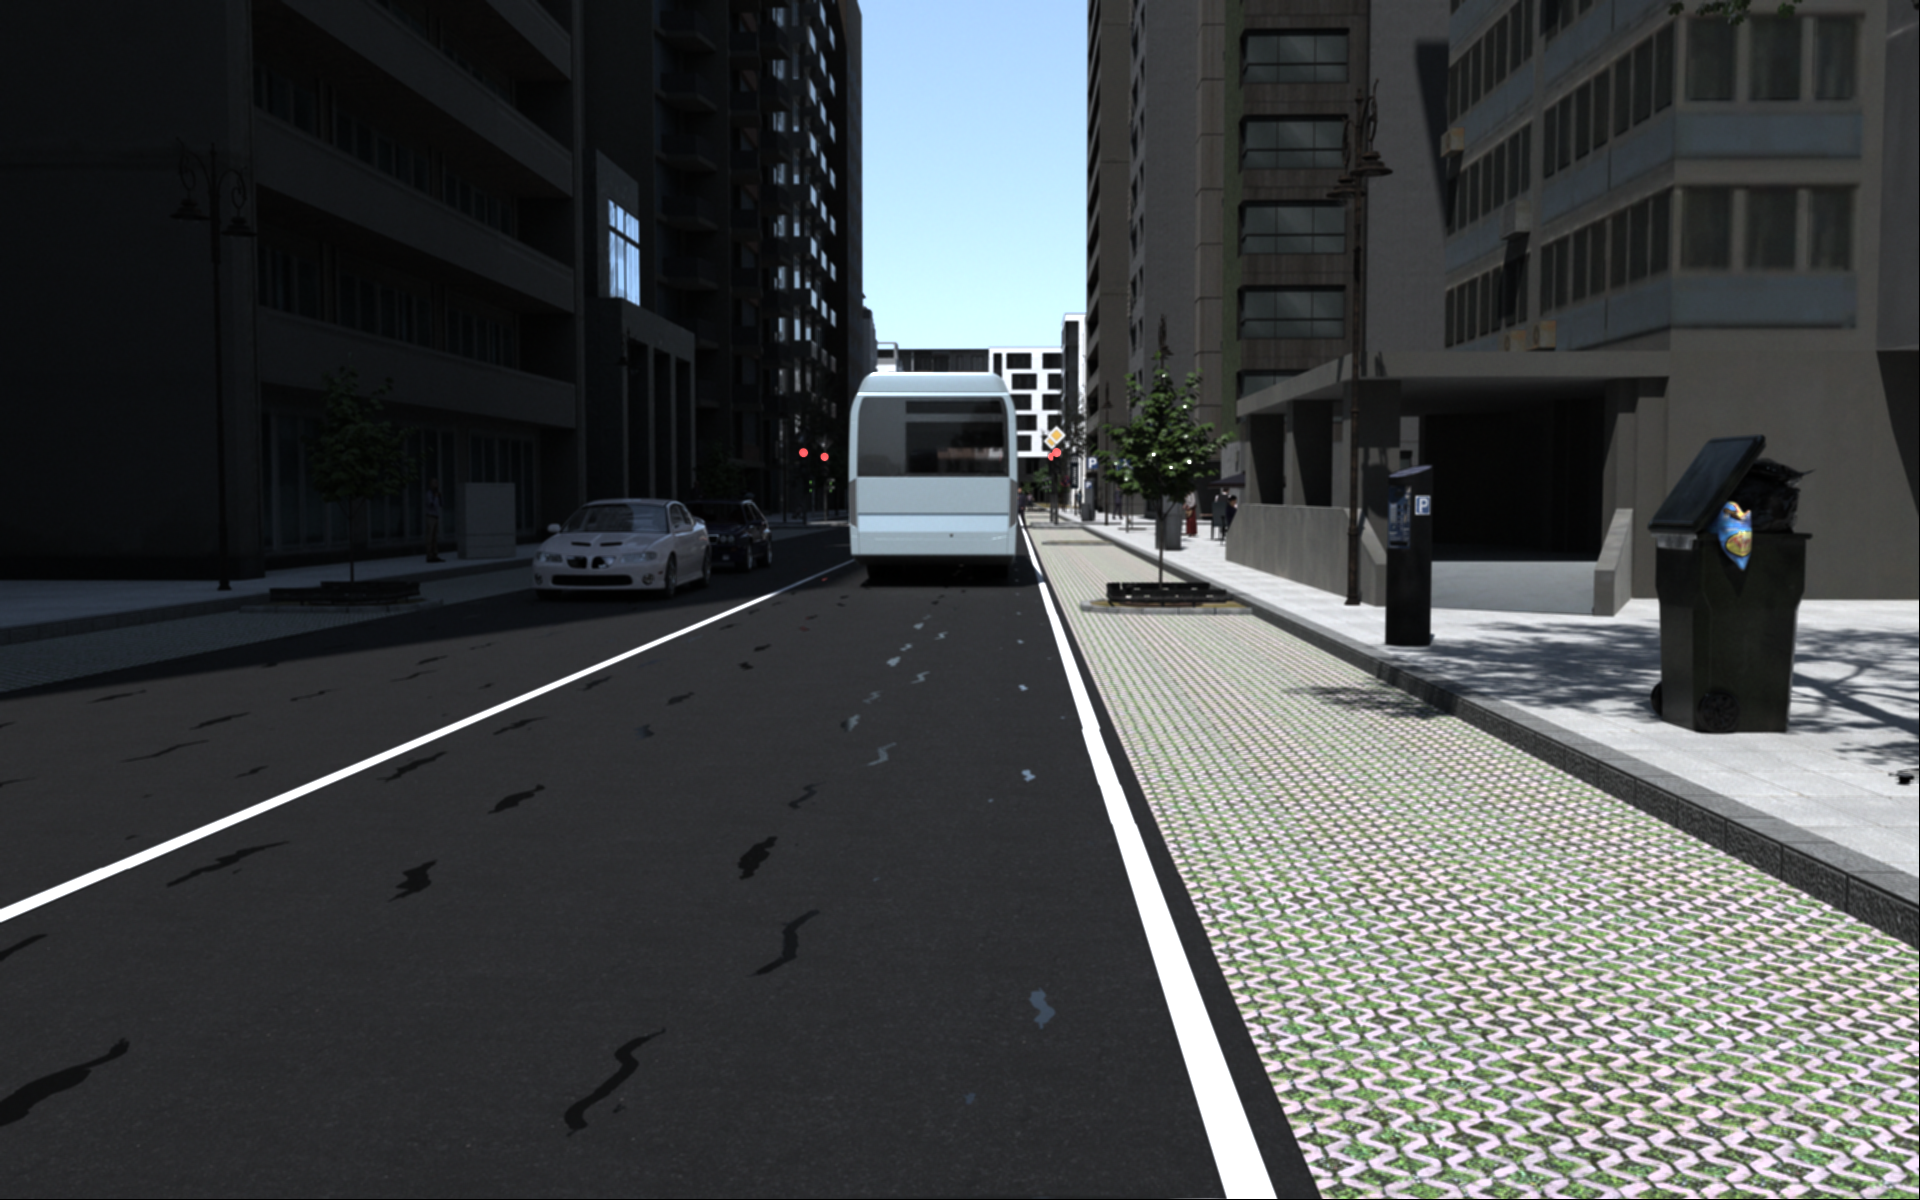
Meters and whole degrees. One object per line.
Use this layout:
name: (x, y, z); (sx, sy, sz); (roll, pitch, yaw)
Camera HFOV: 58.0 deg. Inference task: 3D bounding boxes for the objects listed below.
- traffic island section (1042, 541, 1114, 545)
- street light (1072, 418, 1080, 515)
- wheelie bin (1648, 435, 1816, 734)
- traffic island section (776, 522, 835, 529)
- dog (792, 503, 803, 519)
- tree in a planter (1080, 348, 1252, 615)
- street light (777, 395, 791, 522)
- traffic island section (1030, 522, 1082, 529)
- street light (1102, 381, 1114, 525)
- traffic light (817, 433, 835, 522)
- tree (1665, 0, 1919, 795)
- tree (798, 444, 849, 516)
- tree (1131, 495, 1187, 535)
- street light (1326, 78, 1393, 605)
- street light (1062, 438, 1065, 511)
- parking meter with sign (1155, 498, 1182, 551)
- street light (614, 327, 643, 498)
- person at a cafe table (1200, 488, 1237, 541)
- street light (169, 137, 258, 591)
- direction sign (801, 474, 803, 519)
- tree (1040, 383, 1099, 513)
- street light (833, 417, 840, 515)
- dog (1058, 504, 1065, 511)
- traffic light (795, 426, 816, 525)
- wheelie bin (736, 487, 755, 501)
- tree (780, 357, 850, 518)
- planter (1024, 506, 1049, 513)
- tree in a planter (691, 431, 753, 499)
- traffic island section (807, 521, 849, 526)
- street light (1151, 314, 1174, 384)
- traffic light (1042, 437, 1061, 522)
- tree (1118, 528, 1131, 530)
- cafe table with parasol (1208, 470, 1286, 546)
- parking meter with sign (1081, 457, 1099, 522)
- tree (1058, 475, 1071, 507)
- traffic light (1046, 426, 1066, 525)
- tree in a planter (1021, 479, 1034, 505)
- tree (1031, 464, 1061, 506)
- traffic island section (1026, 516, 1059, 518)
traffic island section: (3.311, -1.599, 49.012); (1.991, 0.108, 1.994); (0, 4, 2)
street light: (6.944, -8.008, 103.719); (0.468, 5.910, 1.993); (0, 4, 2)
wheelie bin: (4.237, -0.101, 9.554); (0.693, 1.594, 0.980); (0, 4, -1)
traffic island section: (-6.436, -3.015, 71.569); (2.009, 0.180, 2.903); (0, 4, 2)
dog: (-8.445, -4.563, 88.980); (0.800, 0.831, 0.513); (2, 4, 33)
tree in a planter: (2.485, -1.473, 21.302); (1.991, 3.239, 1.994); (0, 4, 2)
street light: (-8.082, -6.540, 79.716); (0.468, 5.910, 1.993); (0, 4, 2)
traffic island section: (3.981, -2.995, 71.254); (2.009, 0.180, 2.903); (0, 4, 2)
street light: (5.994, -5.988, 70.685); (0.468, 5.910, 1.993); (0, 4, 2)
traffic light: (-6.157, -5.535, 79.415); (0.839, 4.253, 0.868); (0, 4, 2)
tree: (4.848, -4.982, 7.216); (9.928, 11.665, 9.643); (0, 3, 0)
tree: (-7.651, -7.140, 100.452); (4.285, 4.588, 4.351); (0, 3, 0)
tree: (6.678, -3.646, 54.209); (1.663, 3.219, 1.824); (0, 3, 0)
street light: (4.540, -2.879, 19.863); (0.468, 5.910, 1.993); (0, 4, 2)
street light: (7.677, -9.548, 128.894); (0.468, 5.910, 1.993); (0, 4, 2)
parking meter with sign: (4.768, -2.674, 39.981); (0.543, 3.016, 1.738); (0, 4, -6)
street light: (-9.194, -4.612, 48.192); (0.468, 5.910, 1.993); (0, 4, 2)
person at a cafe table: (7.472, -2.402, 47.794); (1.698, 1.524, 1.622); (2, 4, 32)
street light: (-9.815, -3.067, 22.931); (0.468, 5.910, 1.993); (0, 4, 2)
direction sign: (-8.117, -5.987, 89.886); (0.379, 3.537, 0.876); (0, 4, 2)
tree: (7.402, -10.118, 115.784); (4.360, 8.622, 3.978); (0, 3, 0)
street light: (-7.504, -8.065, 104.652); (0.468, 5.910, 1.993); (0, 4, 2)
dog: (7.884, -7.194, 134.447); (0.406, 0.507, 0.540); (3, 5, 43)
traffic light: (-6.396, -5.047, 71.434); (0.839, 4.253, 0.868); (0, 4, 2)
wheelie bin: (-9.800, -4.340, 78.869); (0.980, 1.594, 0.693); (1, 4, 16)
tree: (-7.940, -8.764, 93.656); (4.360, 8.622, 3.978); (0, 3, 0)
planter: (5.775, -6.727, 131.122); (1.991, 0.319, 1.994); (0, 4, 2)
tree in a planter: (-6.792, -3.147, 48.682); (1.991, 3.239, 1.994); (0, 4, 2)
traffic island section: (-6.197, -3.503, 79.551); (2.009, 0.180, 2.903); (0, 4, 2)
street light: (5.197, -4.395, 44.639); (0.468, 5.910, 1.993); (0, 4, 2)
traffic light: (4.180, -5.517, 79.123); (0.839, 4.253, 0.868); (0, 4, 2)
tree: (6.183, -4.145, 62.370); (1.663, 3.219, 1.824); (0, 3, 0)
cafe table with parasol: (7.330, -2.301, 42.493); (2.610, 1.966, 2.610); (0, 4, -2)
parking meter with sign: (6.061, -5.194, 81.182); (0.543, 3.016, 1.738); (1, 4, 15)
tree: (9.735, -10.880, 172.486); (1.663, 3.219, 1.824); (0, 3, 0)
traffic light: (3.941, -5.029, 71.141); (0.839, 4.253, 0.868); (0, 4, 2)
tree in a planter: (8.077, -12.900, 208.144); (1.991, 3.239, 1.994); (0, 4, 2)
tree: (9.319, -12.363, 185.851); (4.285, 4.588, 4.351); (0, 3, 0)
traffic island section: (4.960, -4.974, 104.198); (1.991, 0.108, 1.994); (0, 4, 2)
